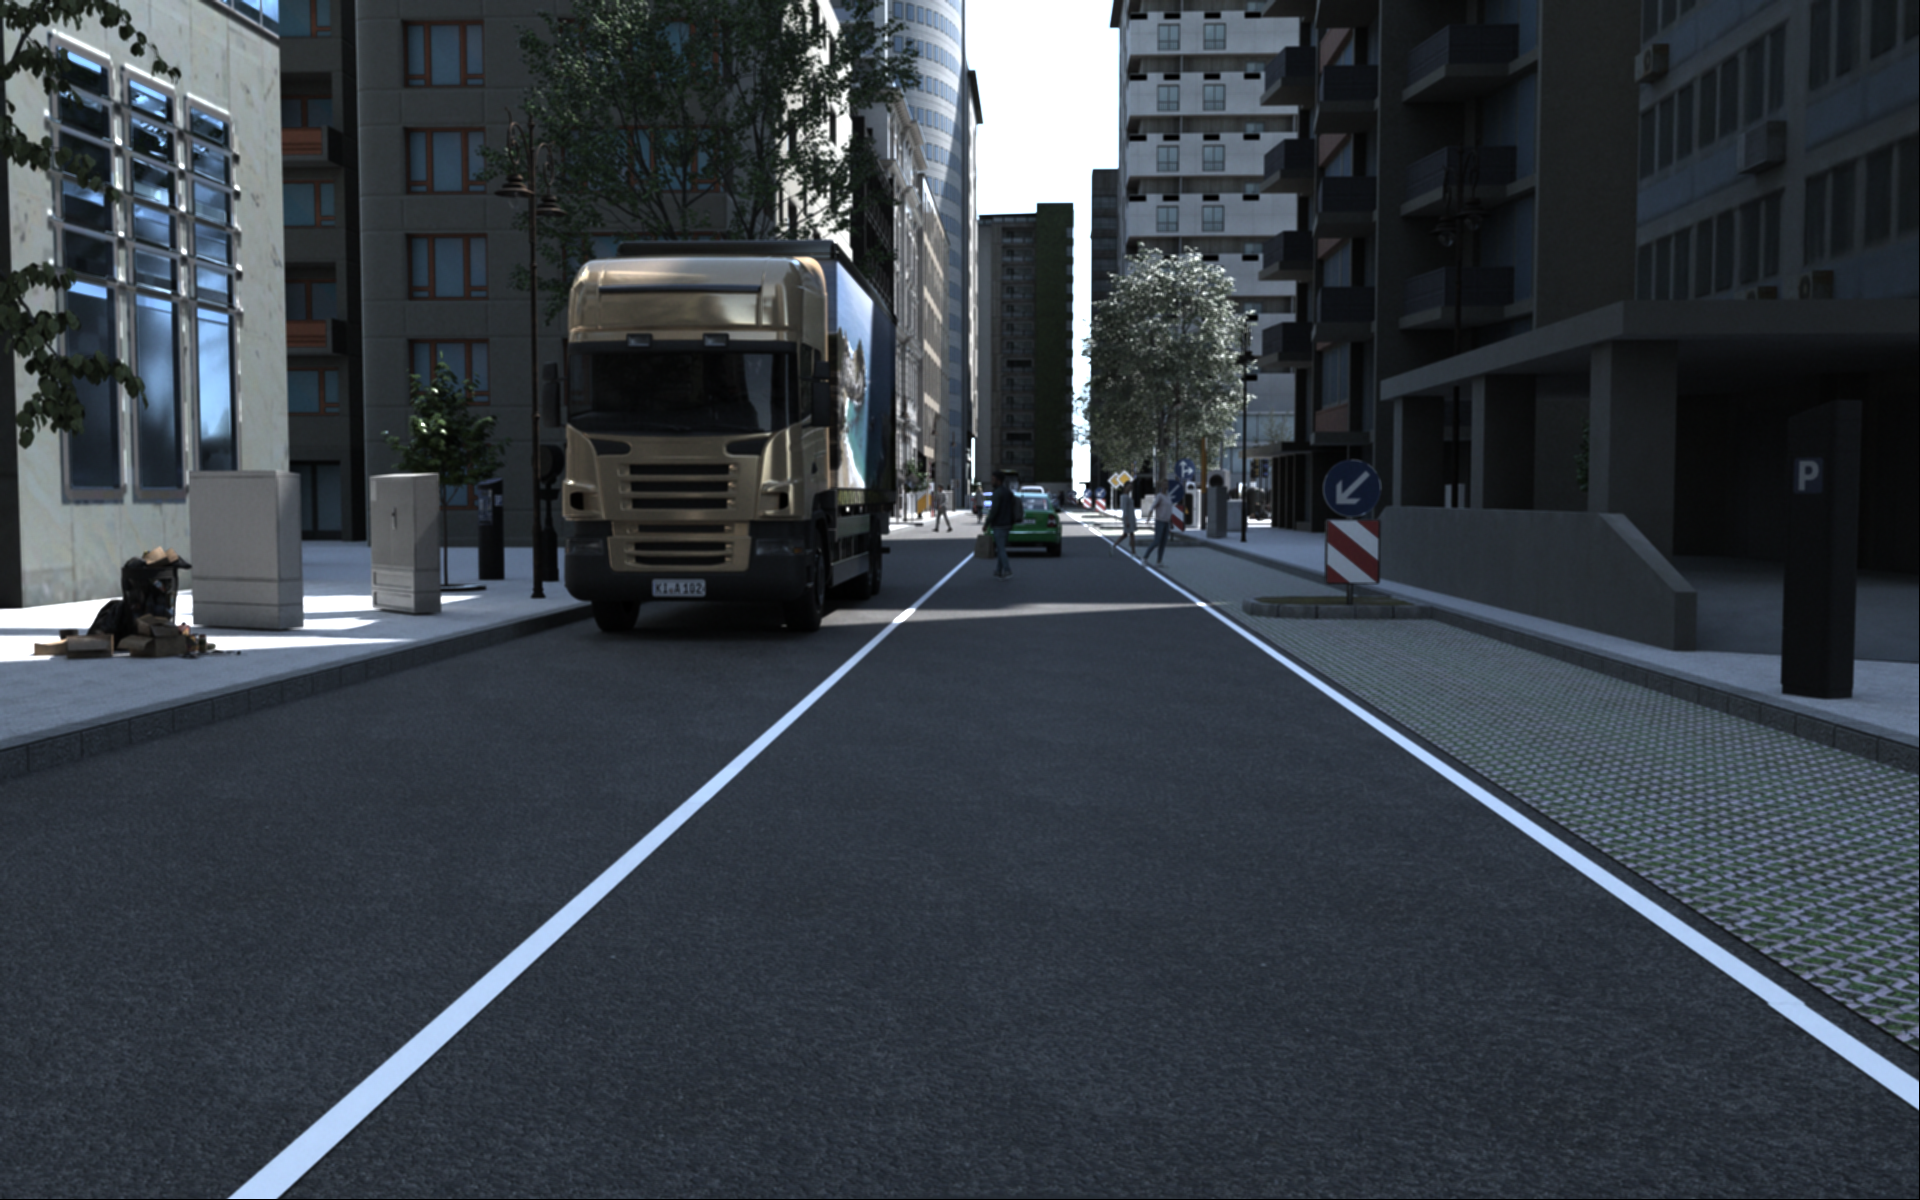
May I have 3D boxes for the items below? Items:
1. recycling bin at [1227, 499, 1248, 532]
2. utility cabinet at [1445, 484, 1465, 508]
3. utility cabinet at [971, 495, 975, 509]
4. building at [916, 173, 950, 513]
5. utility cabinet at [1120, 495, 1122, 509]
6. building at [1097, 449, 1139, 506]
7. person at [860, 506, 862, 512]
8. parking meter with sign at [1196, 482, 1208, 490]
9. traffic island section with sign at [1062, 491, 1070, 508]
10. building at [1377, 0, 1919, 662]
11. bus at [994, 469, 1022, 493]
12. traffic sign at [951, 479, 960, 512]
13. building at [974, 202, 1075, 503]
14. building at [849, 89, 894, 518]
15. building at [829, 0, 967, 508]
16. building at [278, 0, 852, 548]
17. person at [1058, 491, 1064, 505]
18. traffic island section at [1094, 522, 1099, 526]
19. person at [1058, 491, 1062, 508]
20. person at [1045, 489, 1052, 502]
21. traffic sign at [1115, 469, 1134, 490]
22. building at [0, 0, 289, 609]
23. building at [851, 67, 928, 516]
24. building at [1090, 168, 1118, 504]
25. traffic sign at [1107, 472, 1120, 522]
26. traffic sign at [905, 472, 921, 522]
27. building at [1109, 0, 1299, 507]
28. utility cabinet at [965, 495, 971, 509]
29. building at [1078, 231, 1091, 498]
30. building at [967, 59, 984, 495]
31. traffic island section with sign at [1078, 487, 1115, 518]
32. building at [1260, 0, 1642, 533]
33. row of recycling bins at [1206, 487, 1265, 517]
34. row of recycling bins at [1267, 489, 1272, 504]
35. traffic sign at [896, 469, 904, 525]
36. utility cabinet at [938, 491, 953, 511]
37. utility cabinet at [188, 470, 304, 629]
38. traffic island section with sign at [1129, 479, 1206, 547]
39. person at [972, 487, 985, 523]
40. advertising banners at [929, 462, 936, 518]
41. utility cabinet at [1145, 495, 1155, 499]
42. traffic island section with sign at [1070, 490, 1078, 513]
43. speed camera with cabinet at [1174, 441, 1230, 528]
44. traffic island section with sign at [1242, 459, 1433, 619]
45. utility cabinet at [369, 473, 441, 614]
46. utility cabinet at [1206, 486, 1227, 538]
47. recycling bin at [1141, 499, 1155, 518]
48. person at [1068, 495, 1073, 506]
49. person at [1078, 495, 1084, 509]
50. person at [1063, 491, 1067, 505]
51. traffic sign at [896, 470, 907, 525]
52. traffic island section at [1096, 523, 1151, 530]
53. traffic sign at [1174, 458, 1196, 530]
[{"bbox_3d":[9.459,-2.860,59.310,0.722,1.027,0.722,1,4,14],"label":"recycling bin"},{"bbox_3d":[10.619,-1.747,37.240,0.318,1.500,1.173,1,4,22],"label":"utility cabinet"},{"bbox_3d":[1.058,-8.677,153.038,0.306,1.237,1.020,1,4,19],"label":"utility cabinet"},{"bbox_3d":[-11.309,-20.317,136.703,19.350,26.468,34.151,0,4,3],"label":"building"},{"bbox_3d":[14.143,-8.589,151.588,0.306,1.237,1.020,0,4,4],"label":"utility cabinet"},{"bbox_3d":[27.320,-53.999,195.556,22.319,86.520,31.000,0,4,3],"label":"building"},{"bbox_3d":[-4.192,-3.820,73.547,0.523,1.515,0.503,-2,4,-34],"label":"person"},{"bbox_3d":[15.497,-7.014,110.946,1.738,3.016,0.543,3,5,41],"label":"parking meter with sign"},{"bbox_3d":[11.779,-10.492,180.178,1.989,1.847,2.006,0,4,3],"label":"traffic island section with sign"},{"bbox_3d":[22.237,-20.013,19.090,32.217,40.220,23.993,0,4,3],"label":"building"},{"bbox_3d":[4.820,-11.329,176.774,2.896,3.916,12.252,0,4,2],"label":"bus"},{"bbox_3d":[-0.327,-7.237,120.448,0.606,2.300,0.079,0,4,7],"label":"traffic sign"},{"bbox_3d":[9.030,-34.324,244.787,14.086,41.232,14.154,0,4,3],"label":"building"},{"bbox_3d":[-10.147,-15.789,87.820,12.332,23.373,15.834,0,4,3],"label":"building"},{"bbox_3d":[-10.412,-38.262,167.580,21.231,58.520,28.212,0,4,3],"label":"building"},{"bbox_3d":[-19.310,-12.852,55.174,28.899,21.520,27.650,0,4,3],"label":"building"},{"bbox_3d":[12.874,-12.910,219.583,0.705,1.823,1.348,3,4,37],"label":"person"},{"bbox_3d":[7.083,-3.440,78.532,2.009,0.180,2.903,0,4,3],"label":"traffic island section"},{"bbox_3d":[9.994,-10.072,173.631,0.568,1.767,0.683,-1,4,-15],"label":"person"},{"bbox_3d":[6.472,-7.304,127.943,0.581,1.822,0.654,1,4,11],"label":"person"},{"bbox_3d":[6.691,-4.088,70.479,0.795,2.450,0.064,0,4,3],"label":"traffic sign"},{"bbox_3d":[-20.033,-42.570,8.690,22.319,86.520,31.000,0,4,3],"label":"building"},{"bbox_3d":[-9.559,-19.567,107.313,14.401,28.519,23.554,0,4,3],"label":"building"},{"bbox_3d":[23.508,-32.786,219.638,14.154,41.232,14.086,0,4,3],"label":"building"},{"bbox_3d":[7.059,-4.576,78.456,0.795,2.450,0.064,0,4,3],"label":"traffic sign"},{"bbox_3d":[-2.175,-4.603,78.900,0.795,2.450,0.064,0,4,3],"label":"traffic sign"},{"bbox_3d":[29.228,-35.354,167.276,28.713,52.752,27.495,0,4,3],"label":"building"},{"bbox_3d":[0.587,-8.603,151.826,0.306,1.237,1.020,0,4,3],"label":"utility cabinet"},{"bbox_3d":[31.472,-36.271,247.654,28.867,44.769,22.147,0,4,3],"label":"building"},{"bbox_3d":[-11.255,-38.264,214.847,27.495,52.752,28.713,0,4,3],"label":"building"},{"bbox_3d":[8.223,-5.780,103.134,1.989,1.847,2.006,0,4,3],"label":"traffic island section with sign"},{"bbox_3d":[21.196,-24.390,53.401,22.147,44.769,28.867,0,4,3],"label":"building"},{"bbox_3d":[15.456,-5.629,99.148,3.534,1.692,1.069,0,4,-8],"label":"row of recycling bins"},{"bbox_3d":[21.373,-7.248,125.610,3.534,1.692,1.069,2,4,27],"label":"row of recycling bins"},{"bbox_3d":[-2.583,-4.217,71.074,0.606,2.300,0.079,1,4,11],"label":"traffic sign"},{"bbox_3d":[-1.072,-7.432,130.188,1.173,1.500,0.318,0,4,6],"label":"utility cabinet"},{"bbox_3d":[-6.794,-0.478,16.502,1.173,1.500,0.318,2,4,27],"label":"utility cabinet"},{"bbox_3d":[5.666,-2.382,47.572,1.989,1.847,2.006,0,4,3],"label":"traffic island section with sign"},{"bbox_3d":[0.885,-4.710,85.698,0.709,1.800,0.728,0,4,-4],"label":"person"},{"bbox_3d":[-1.514,-6.039,94.922,0.090,3.025,2.074,1,4,9],"label":"advertising banners"},{"bbox_3d":[13.215,-6.647,119.841,0.306,1.237,1.020,-3,4,-37],"label":"utility cabinet"},{"bbox_3d":[9.485,-7.468,130.724,1.989,1.847,2.006,0,4,3],"label":"traffic island section with sign"},{"bbox_3d":[9.057,-4.313,64.850,2.038,3.252,0.660,2,4,30],"label":"speed camera with cabinet"},{"bbox_3d":[4.425,-0.735,20.645,1.989,1.847,2.006,0,4,3],"label":"traffic island section with sign"},{"bbox_3d":[-6.028,-0.617,18.767,0.318,1.500,1.173,-3,5,-40],"label":"utility cabinet"},{"bbox_3d":[7.515,-2.571,50.714,0.318,1.500,1.173,2,4,24],"label":"utility cabinet"},{"bbox_3d":[10.119,-4.920,92.996,0.722,1.027,0.722,1,4,15],"label":"recycling bin"},{"bbox_3d":[12.886,-11.518,200.038,0.991,1.433,0.599,2,4,25],"label":"person"},{"bbox_3d":[11.634,-9.400,165.381,0.799,1.438,0.628,0,4,5],"label":"person"},{"bbox_3d":[13.527,-13.338,226.560,1.348,1.826,0.705,2,4,23],"label":"person"},{"bbox_3d":[-2.542,-4.115,70.923,0.795,2.450,0.064,0,4,3],"label":"traffic sign"},{"bbox_3d":[6.715,-2.953,70.555,2.009,0.180,2.903,0,4,3],"label":"traffic island section"},{"bbox_3d":[7.978,-3.757,61.531,0.768,2.556,0.104,0,4,7],"label":"traffic sign"}]
